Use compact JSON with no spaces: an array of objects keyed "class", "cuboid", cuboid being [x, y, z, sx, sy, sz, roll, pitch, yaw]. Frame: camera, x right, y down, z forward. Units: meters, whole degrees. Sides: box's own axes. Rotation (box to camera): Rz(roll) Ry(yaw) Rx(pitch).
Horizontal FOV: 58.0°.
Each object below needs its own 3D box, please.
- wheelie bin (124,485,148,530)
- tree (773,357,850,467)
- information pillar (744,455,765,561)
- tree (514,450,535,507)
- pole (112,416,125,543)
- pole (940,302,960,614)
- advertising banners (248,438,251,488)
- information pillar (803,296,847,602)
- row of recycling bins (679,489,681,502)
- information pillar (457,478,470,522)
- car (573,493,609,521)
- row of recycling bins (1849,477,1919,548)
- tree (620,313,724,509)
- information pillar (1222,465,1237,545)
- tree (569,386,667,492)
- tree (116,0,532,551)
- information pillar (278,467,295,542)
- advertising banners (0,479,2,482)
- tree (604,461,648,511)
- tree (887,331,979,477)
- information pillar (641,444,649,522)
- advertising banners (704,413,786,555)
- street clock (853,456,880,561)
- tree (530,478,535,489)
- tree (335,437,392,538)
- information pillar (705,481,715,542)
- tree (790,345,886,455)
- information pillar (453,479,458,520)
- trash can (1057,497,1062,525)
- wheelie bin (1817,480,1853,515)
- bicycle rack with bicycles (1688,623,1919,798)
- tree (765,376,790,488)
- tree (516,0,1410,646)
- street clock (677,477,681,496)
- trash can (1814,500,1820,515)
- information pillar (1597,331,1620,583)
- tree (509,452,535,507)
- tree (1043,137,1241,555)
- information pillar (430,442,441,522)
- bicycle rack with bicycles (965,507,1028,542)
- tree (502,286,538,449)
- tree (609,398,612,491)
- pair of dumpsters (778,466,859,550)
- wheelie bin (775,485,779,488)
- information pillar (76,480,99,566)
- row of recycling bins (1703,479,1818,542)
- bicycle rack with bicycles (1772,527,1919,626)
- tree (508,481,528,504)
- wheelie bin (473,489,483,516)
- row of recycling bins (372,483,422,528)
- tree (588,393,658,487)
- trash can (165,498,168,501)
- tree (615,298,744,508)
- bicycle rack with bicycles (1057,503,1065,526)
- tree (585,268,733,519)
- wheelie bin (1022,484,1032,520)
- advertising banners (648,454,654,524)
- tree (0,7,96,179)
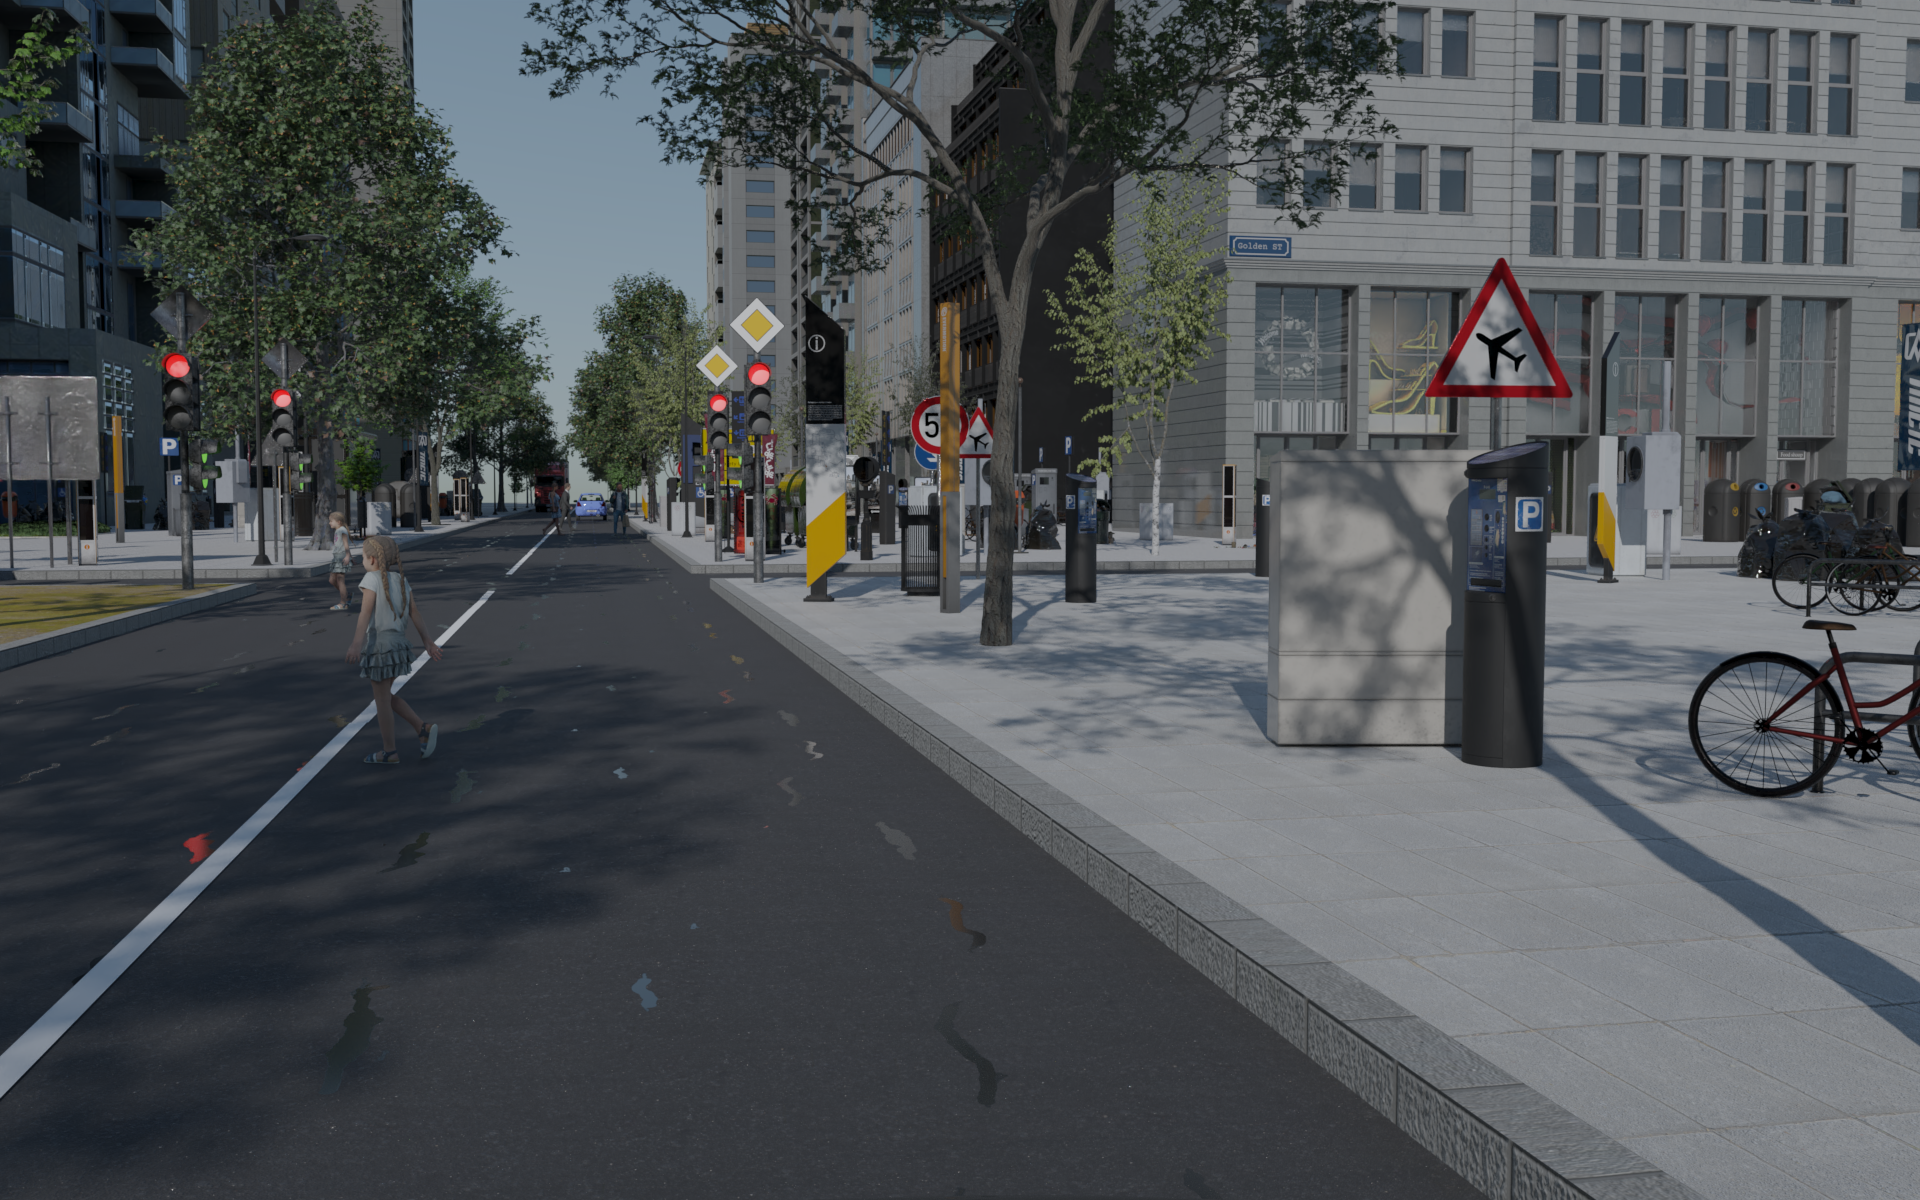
[{"class":"wheelie bin","cuboid":[-29.956,-3.359,62.834,0.980,1.594,0.693,-1,4,-13]},{"class":"tree","cuboid":[-8.241,-8.811,94.429,4.360,8.622,3.978,0,3,0]},{"class":"information pillar","cuboid":[-3.918,-1.748,33.070,0.304,2.012,0.304,1,4,19]},{"class":"tree","cuboid":[-42.688,-13.542,171.768,4.737,8.622,4.395,0,3,0]},{"class":"pole","cuboid":[-22.050,-3.152,45.385,0.158,3.312,0.155,0,3,0]},{"class":"pole","cuboid":[-0.107,-1.513,18.586,0.158,3.312,0.155,0,3,0]},{"class":"advertising banners","cuboid":[-21.132,-3.393,51.661,0.090,3.025,2.074,-1,4,-18]},{"class":"information pillar","cuboid":[-1.602,-1.785,20.538,0.504,3.616,0.183,1,4,9]},{"class":"row of recycling bins","cuboid":[-15.809,-5.928,104.042,1.069,1.692,3.534,1,4,16]},{"class":"information pillar","cuboid":[-22.550,-4.551,78.905,0.304,2.012,0.304,1,4,12]},{"class":"car","cuboid":[-20.272,-5.238,95.229,1.945,1.707,3.694,-1,4,-12]},{"class":"row of recycling bins","cuboid":[23.018,-2.199,43.070,1.069,1.692,3.534,-1,4,-9]},{"class":"tree","cuboid":[-11.722,-7.378,70.993,4.360,8.622,3.978,0,3,0]},{"class":"information pillar","cuboid":[6.742,-2.374,43.308,0.304,2.012,0.304,1,4,20]},{"class":"tree","cuboid":[-31.293,-15.490,159.916,9.857,13.997,8.962,0,3,0]},{"class":"tree","cuboid":[-14.531,-7.492,39.507,9.611,12.733,9.660,0,3,0]},{"class":"information pillar","cuboid":[-18.111,-2.575,46.592,0.304,2.012,0.304,0,4,-4]},{"class":"advertising banners","cuboid":[-21.358,-2.484,36.797,2.074,3.025,0.090,-1,4,-17]},{"class":"tree","cuboid":[-25.851,-9.204,134.206,4.285,4.588,4.351,0,3,0]},{"class":"tree","cuboid":[-1.431,-7.788,77.696,4.360,8.622,3.978,0,3,0]},{"class":"information pillar","cuboid":[-14.718,-5.471,80.813,0.183,3.616,0.504,-2,4,-33]},{"class":"advertising banners","cuboid":[-4.614,-2.496,36.999,2.074,3.025,0.090,2,4,29]},{"class":"street clock","cuboid":[-1.808,-1.766,33.450,0.471,2.002,0.358,1,4,22]},{"class":"tree","cuboid":[-53.323,-14.582,222.129,4.285,4.588,4.351,0,3,0]},{"class":"tree","cuboid":[-17.817,-3.475,51.418,1.663,3.219,1.824,0,3,0]},{"class":"information pillar","cuboid":[-6.693,-2.566,46.439,0.304,2.012,0.304,0,4,-8]},{"class":"tree","cuboid":[-5.453,-8.260,85.418,4.737,8.622,4.395,0,3,0]},{"class":"information pillar","cuboid":[-24.628,-4.923,84.975,0.304,2.012,0.304,0,4,7]},{"class":"trash can","cuboid":[3.957,-3.723,72.530,0.748,1.137,0.748,0,3,0]},{"class":"wheelie bin","cuboid":[20.113,-1.953,39.835,0.693,1.594,0.980,1,4,14]},{"class":"bicycle rack with bicycles","cuboid":[4.961,0.372,7.305,2.925,0.926,2.852,3,5,42]},{"class":"tree","cuboid":[-12.227,-9.524,106.080,4.737,8.622,4.395,0,3,0]},{"class":"tree","cuboid":[0.261,-4.871,14.060,8.767,10.594,7.601,0,4,4]},{"class":"street clock","cuboid":[-12.273,-4.287,74.660,0.471,2.002,0.358,-3,5,-41]},{"class":"trash can","cuboid":[21.611,-1.920,43.040,0.748,1.137,0.748,0,3,0]},{"class":"information pillar","cuboid":[9.310,-2.049,24.856,0.183,3.616,0.504,3,5,41]},{"class":"tree","cuboid":[-44.410,-13.934,178.188,4.360,8.622,3.978,0,3,0]},{"class":"tree","cuboid":[4.025,-5.255,36.285,4.737,8.622,4.395,0,3,0]},{"class":"information pillar","cuboid":[-23.651,-5.298,77.971,0.183,3.616,0.504,1,4,21]},{"class":"bicycle rack with bicycles","cuboid":[0.170,-2.080,47.395,2.925,0.926,2.852,1,4,23]},{"class":"tree","cuboid":[-21.622,-8.892,71.145,9.928,11.665,9.643,0,3,0]},{"class":"tree","cuboid":[-18.490,-9.204,100.850,4.737,8.622,4.395,0,3,0]},{"class":"pair of dumpsters","cuboid":[-3.362,-2.387,41.525,1.574,2.255,4.437,-1,4,-12]},{"class":"wheelie bin","cuboid":[-6.542,-3.379,63.155,0.693,1.594,0.980,-3,4,-39]},{"class":"information pillar","cuboid":[-15.650,-1.624,31.041,0.304,2.012,0.304,-1,4,-21]},{"class":"row of recycling bins","cuboid":[21.707,-2.403,46.407,3.534,1.692,1.069,0,4,-1]},{"class":"bicycle rack with bicycles","cuboid":[10.079,-0.301,18.297,2.925,0.926,2.852,3,5,45]},{"class":"tree","cuboid":[-39.969,-9.877,156.093,1.663,3.219,1.824,0,3,0]},{"class":"wheelie bin","cuboid":[-29.001,-5.847,103.504,0.980,1.594,0.693,-3,5,-42]},{"class":"row of recycling bins","cuboid":[-22.411,-3.628,66.434,3.534,1.692,1.069,0,4,3]},{"class":"tree","cuboid":[-39.110,-17.085,197.473,7.486,12.596,7.792,0,3,0]},{"class":"trash can","cuboid":[-25.517,-2.745,56.539,0.748,1.137,0.748,0,3,0]},{"class":"tree","cuboid":[-10.224,-6.952,64.027,4.737,8.622,4.395,0,3,0]},{"class":"bicycle rack with bicycles","cuboid":[3.830,-3.406,69.077,2.925,0.926,2.852,-1,4,-18]},{"class":"tree","cuboid":[-15.800,-10.460,88.025,9.611,12.733,9.660,0,3,0]},{"class":"wheelie bin","cuboid":[2.150,-2.871,54.843,0.693,1.594,0.980,1,4,21]},{"class":"advertising banners","cuboid":[-13.492,-4.868,75.781,0.090,3.025,2.074,0,4,-4]},{"class":"tree","cuboid":[-9.826,-5.349,13.212,9.928,11.665,9.643,0,3,0]}]
